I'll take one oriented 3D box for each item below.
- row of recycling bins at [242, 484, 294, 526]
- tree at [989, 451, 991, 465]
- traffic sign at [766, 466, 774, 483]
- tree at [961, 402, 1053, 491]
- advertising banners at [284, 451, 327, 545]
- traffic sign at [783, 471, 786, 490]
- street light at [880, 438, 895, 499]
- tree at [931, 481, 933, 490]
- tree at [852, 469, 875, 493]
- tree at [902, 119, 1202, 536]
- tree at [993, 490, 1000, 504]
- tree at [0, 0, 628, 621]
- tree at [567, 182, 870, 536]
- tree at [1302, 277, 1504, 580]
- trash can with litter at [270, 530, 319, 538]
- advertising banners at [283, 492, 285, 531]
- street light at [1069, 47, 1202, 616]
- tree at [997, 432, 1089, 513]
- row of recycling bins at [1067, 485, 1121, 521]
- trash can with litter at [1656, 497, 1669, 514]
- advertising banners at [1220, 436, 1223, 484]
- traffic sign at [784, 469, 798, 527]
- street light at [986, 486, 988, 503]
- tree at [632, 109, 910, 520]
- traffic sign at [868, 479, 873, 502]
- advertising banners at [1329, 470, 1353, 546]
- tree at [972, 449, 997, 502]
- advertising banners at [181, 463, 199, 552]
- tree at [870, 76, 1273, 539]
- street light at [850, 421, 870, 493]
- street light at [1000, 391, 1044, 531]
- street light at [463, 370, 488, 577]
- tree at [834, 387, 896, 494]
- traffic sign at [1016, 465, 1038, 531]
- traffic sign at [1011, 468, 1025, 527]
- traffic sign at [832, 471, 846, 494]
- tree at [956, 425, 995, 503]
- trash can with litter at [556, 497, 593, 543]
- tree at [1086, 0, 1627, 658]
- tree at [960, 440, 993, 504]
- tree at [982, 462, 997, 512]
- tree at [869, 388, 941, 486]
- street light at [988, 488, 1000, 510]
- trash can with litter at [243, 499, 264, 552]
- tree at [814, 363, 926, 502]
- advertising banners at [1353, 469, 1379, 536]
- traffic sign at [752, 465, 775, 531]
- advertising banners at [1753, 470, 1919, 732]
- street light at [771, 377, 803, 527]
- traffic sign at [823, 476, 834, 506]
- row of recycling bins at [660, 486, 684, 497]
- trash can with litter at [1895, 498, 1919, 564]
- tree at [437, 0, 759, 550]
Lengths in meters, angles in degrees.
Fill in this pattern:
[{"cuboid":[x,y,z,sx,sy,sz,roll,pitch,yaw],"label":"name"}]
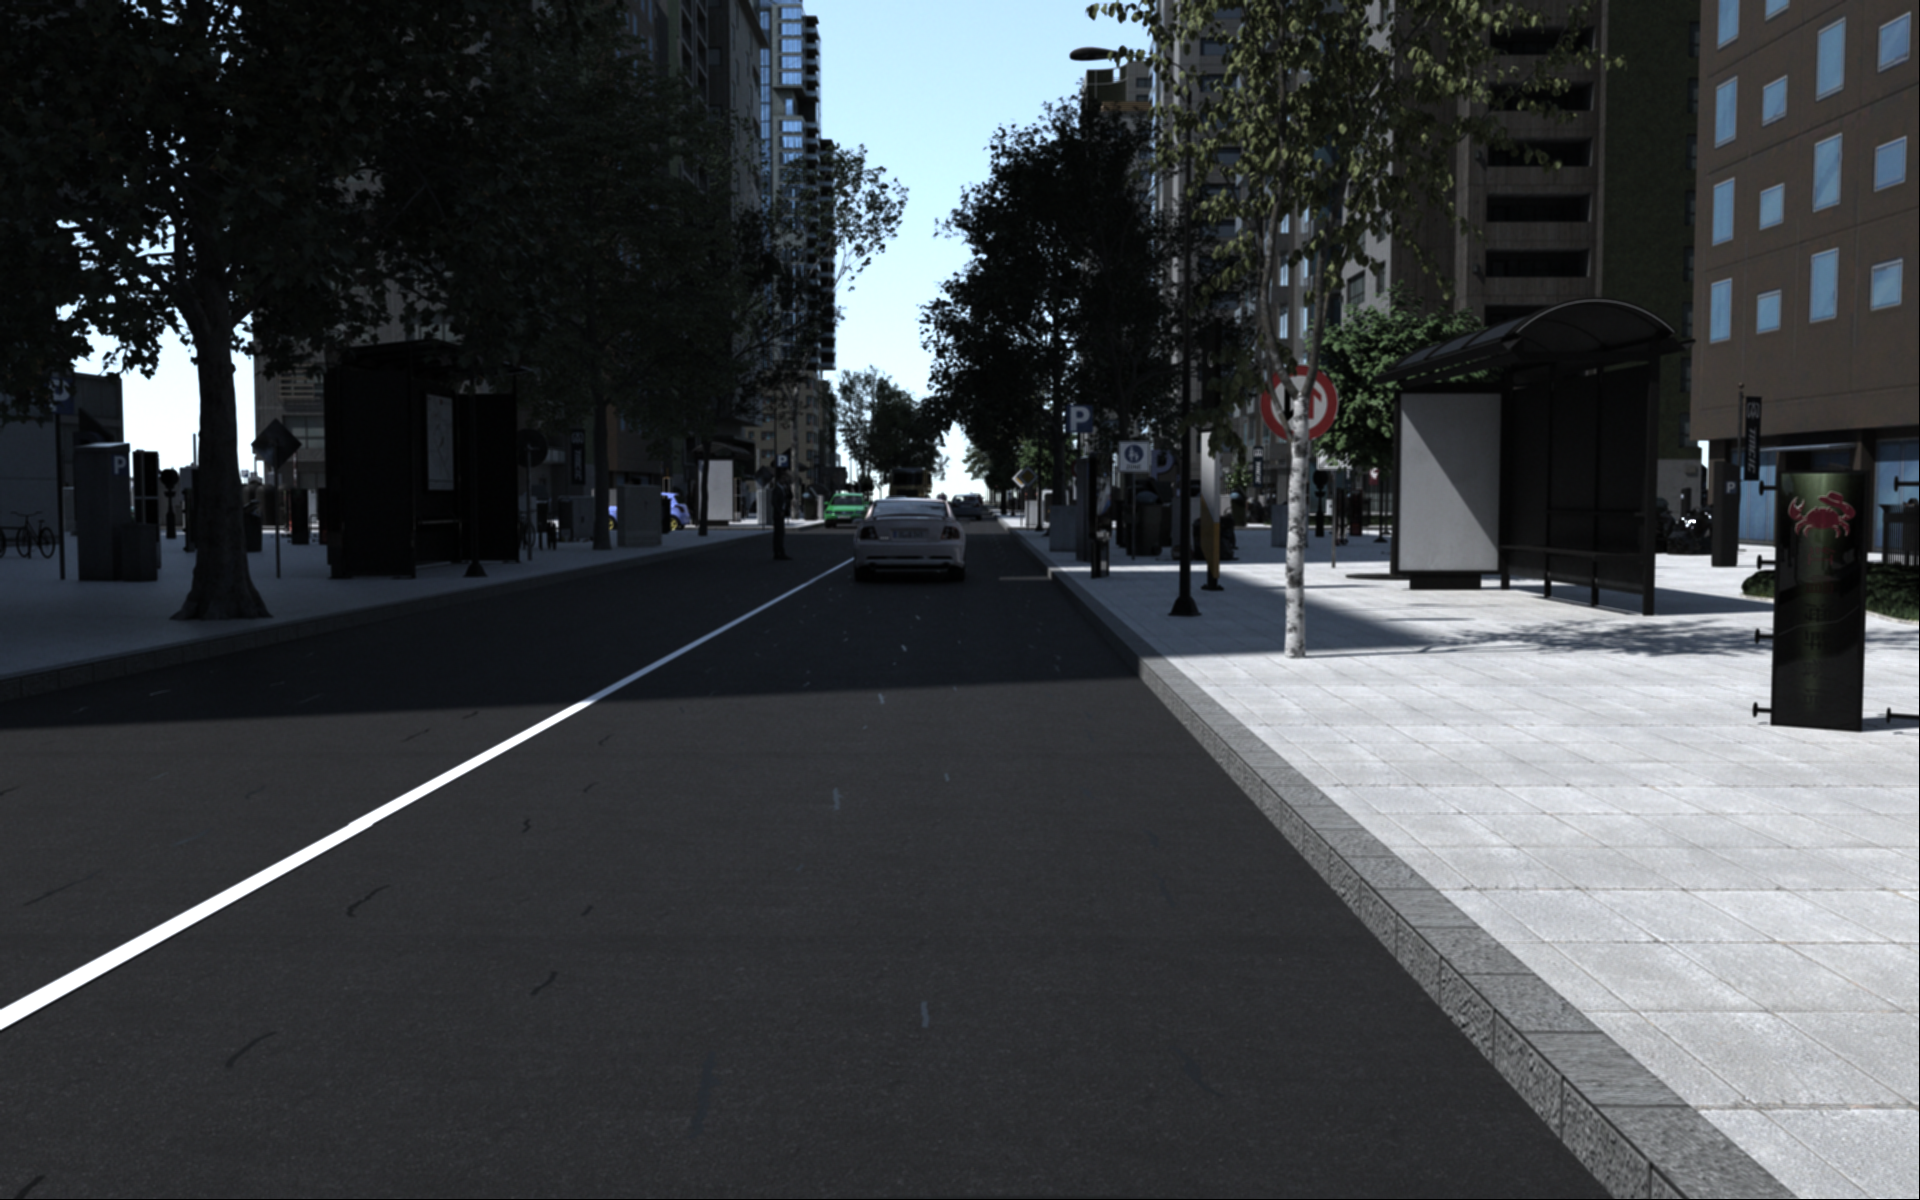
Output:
[{"cuboid":[-28.111,-3.833,69.775,3.534,1.692,1.069,2,4,30],"label":"row of recycling bins"},{"cuboid":[4.936,-15.194,198.783,4.360,8.622,3.978,0,3,0],"label":"tree"},{"cuboid":[-8.740,-4.824,78.978,0.768,2.556,0.104,0,4,2],"label":"traffic sign"},{"cuboid":[4.634,-15.279,160.188,12.009,13.543,11.850,0,3,0],"label":"tree"},{"cuboid":[-16.060,-2.917,43.877,2.074,3.025,0.090,0,4,7],"label":"advertising banners"},{"cuboid":[-9.834,-5.943,97.282,0.768,2.556,0.104,0,4,5],"label":"traffic sign"},{"cuboid":[-6.080,-10.522,144.581,1.470,5.913,1.316,0,4,0],"label":"street light"},{"cuboid":[-6.194,-18.992,294.233,4.285,4.588,4.351,0,3,0],"label":"tree"},{"cuboid":[-7.421,-8.284,130.040,1.663,3.219,1.824,0,3,0],"label":"tree"},{"cuboid":[2.920,-8.287,52.498,9.611,12.733,9.660,0,3,0],"label":"tree"},{"cuboid":[4.820,-14.633,233.842,1.663,3.219,1.824,0,3,0],"label":"tree"},{"cuboid":[-7.767,-6.164,17.791,9.611,12.733,9.660,0,3,0],"label":"tree"},{"cuboid":[-7.842,-7.226,52.557,8.767,10.594,7.601,-1,4,-14],"label":"tree"},{"cuboid":[6.579,-2.608,26.350,4.285,4.588,4.351,0,3,0],"label":"tree"},{"cuboid":[-19.685,-2.484,51.672,1.678,1.210,2.233,-1,4,-21],"label":"trash can with litter"},{"cuboid":[-22.291,-3.759,57.655,0.090,3.025,2.074,-2,4,-33],"label":"advertising banners"},{"cuboid":[1.839,-2.791,18.171,1.470,5.913,1.316,0,4,0],"label":"street light"},{"cuboid":[3.986,-5.606,75.364,4.285,4.588,4.351,0,3,0],"label":"tree"},{"cuboid":[6.331,-4.647,83.097,3.534,1.692,1.069,-3,4,-37],"label":"row of recycling bins"},{"cuboid":[23.901,-2.904,58.871,0.624,1.170,1.055,0,4,4],"label":"trash can with litter"},{"cuboid":[6.606,-3.033,45.775,0.090,3.025,2.074,2,4,29],"label":"advertising banners"},{"cuboid":[-6.778,-3.949,68.209,0.795,2.450,0.064,0,4,0],"label":"traffic sign"},{"cuboid":[2.847,-10.418,142.880,1.470,5.913,1.316,0,4,0],"label":"street light"},{"cuboid":[-9.655,-14.131,86.923,12.611,20.169,13.585,0,3,0],"label":"tree"},{"cuboid":[-7.084,-8.180,133.852,0.768,2.556,0.104,1,4,9],"label":"traffic sign"},{"cuboid":[9.392,-2.860,42.941,0.090,3.025,2.074,2,4,24],"label":"advertising banners"},{"cuboid":[5.687,-21.614,279.141,9.928,11.665,9.643,0,3,0],"label":"tree"},{"cuboid":[-17.035,-2.611,38.879,0.090,3.025,2.074,0,4,-3],"label":"advertising banners"},{"cuboid":[3.608,-6.396,38.984,7.601,10.594,8.767,2,4,30],"label":"tree"},{"cuboid":[-6.366,-8.376,109.489,1.470,5.913,1.316,0,4,0],"label":"street light"},{"cuboid":[2.201,-5.325,59.611,1.470,5.913,1.316,0,4,0],"label":"street light"},{"cuboid":[-6.977,-3.312,26.684,1.470,5.913,1.316,0,4,0],"label":"street light"},{"cuboid":[-6.701,-10.232,117.655,4.360,8.622,3.978,0,3,0],"label":"tree"},{"cuboid":[2.356,-3.455,60.135,0.795,2.450,0.064,0,4,0],"label":"traffic sign"},{"cuboid":[2.416,-3.944,68.120,0.795,2.450,0.064,0,4,0],"label":"traffic sign"},{"cuboid":[-6.741,-5.886,96.343,0.768,2.556,0.104,0,4,7],"label":"traffic sign"},{"cuboid":[4.626,-23.750,244.199,12.611,20.169,13.585,0,3,0],"label":"tree"},{"cuboid":[-10.305,-2.183,46.754,1.678,1.210,2.233,2,4,27],"label":"trash can with litter"},{"cuboid":[2.802,-3.861,13.498,4.737,8.622,4.395,0,3,0],"label":"tree"},{"cuboid":[3.942,-18.969,228.265,7.486,12.596,7.792,0,3,0],"label":"tree"},{"cuboid":[4.290,-8.318,119.707,4.285,4.588,4.351,0,3,0],"label":"tree"},{"cuboid":[-6.606,-18.202,204.260,9.857,13.997,8.962,0,3,0],"label":"tree"},{"cuboid":[2.548,-7.848,100.853,1.470,5.913,1.316,0,4,0],"label":"street light"},{"cuboid":[-15.923,-1.641,38.212,1.055,1.170,0.624,-1,4,-10],"label":"trash can with litter"},{"cuboid":[-7.539,-13.036,138.898,9.928,11.665,9.643,0,3,0],"label":"tree"},{"cuboid":[12.118,-3.477,53.035,0.090,3.025,2.074,-2,4,-34],"label":"advertising banners"},{"cuboid":[-6.838,-3.461,60.225,0.795,2.450,0.064,0,4,0],"label":"traffic sign"},{"cuboid":[5.258,-0.780,8.948,2.074,3.025,0.090,3,4,38],"label":"advertising banners"},{"cuboid":[-6.710,-5.840,68.027,1.470,5.913,1.316,0,4,0],"label":"street light"},{"cuboid":[-7.470,-5.885,98.355,0.606,2.300,0.079,0,4,2],"label":"traffic sign"},{"cuboid":[-16.211,-5.103,90.541,3.534,1.692,1.069,0,4,-5],"label":"row of recycling bins"},{"cuboid":[15.892,-1.090,28.883,1.678,1.210,2.233,1,4,15],"label":"trash can with litter"},{"cuboid":[-8.697,-7.442,39.801,7.486,12.596,7.792,0,3,0],"label":"tree"}]
